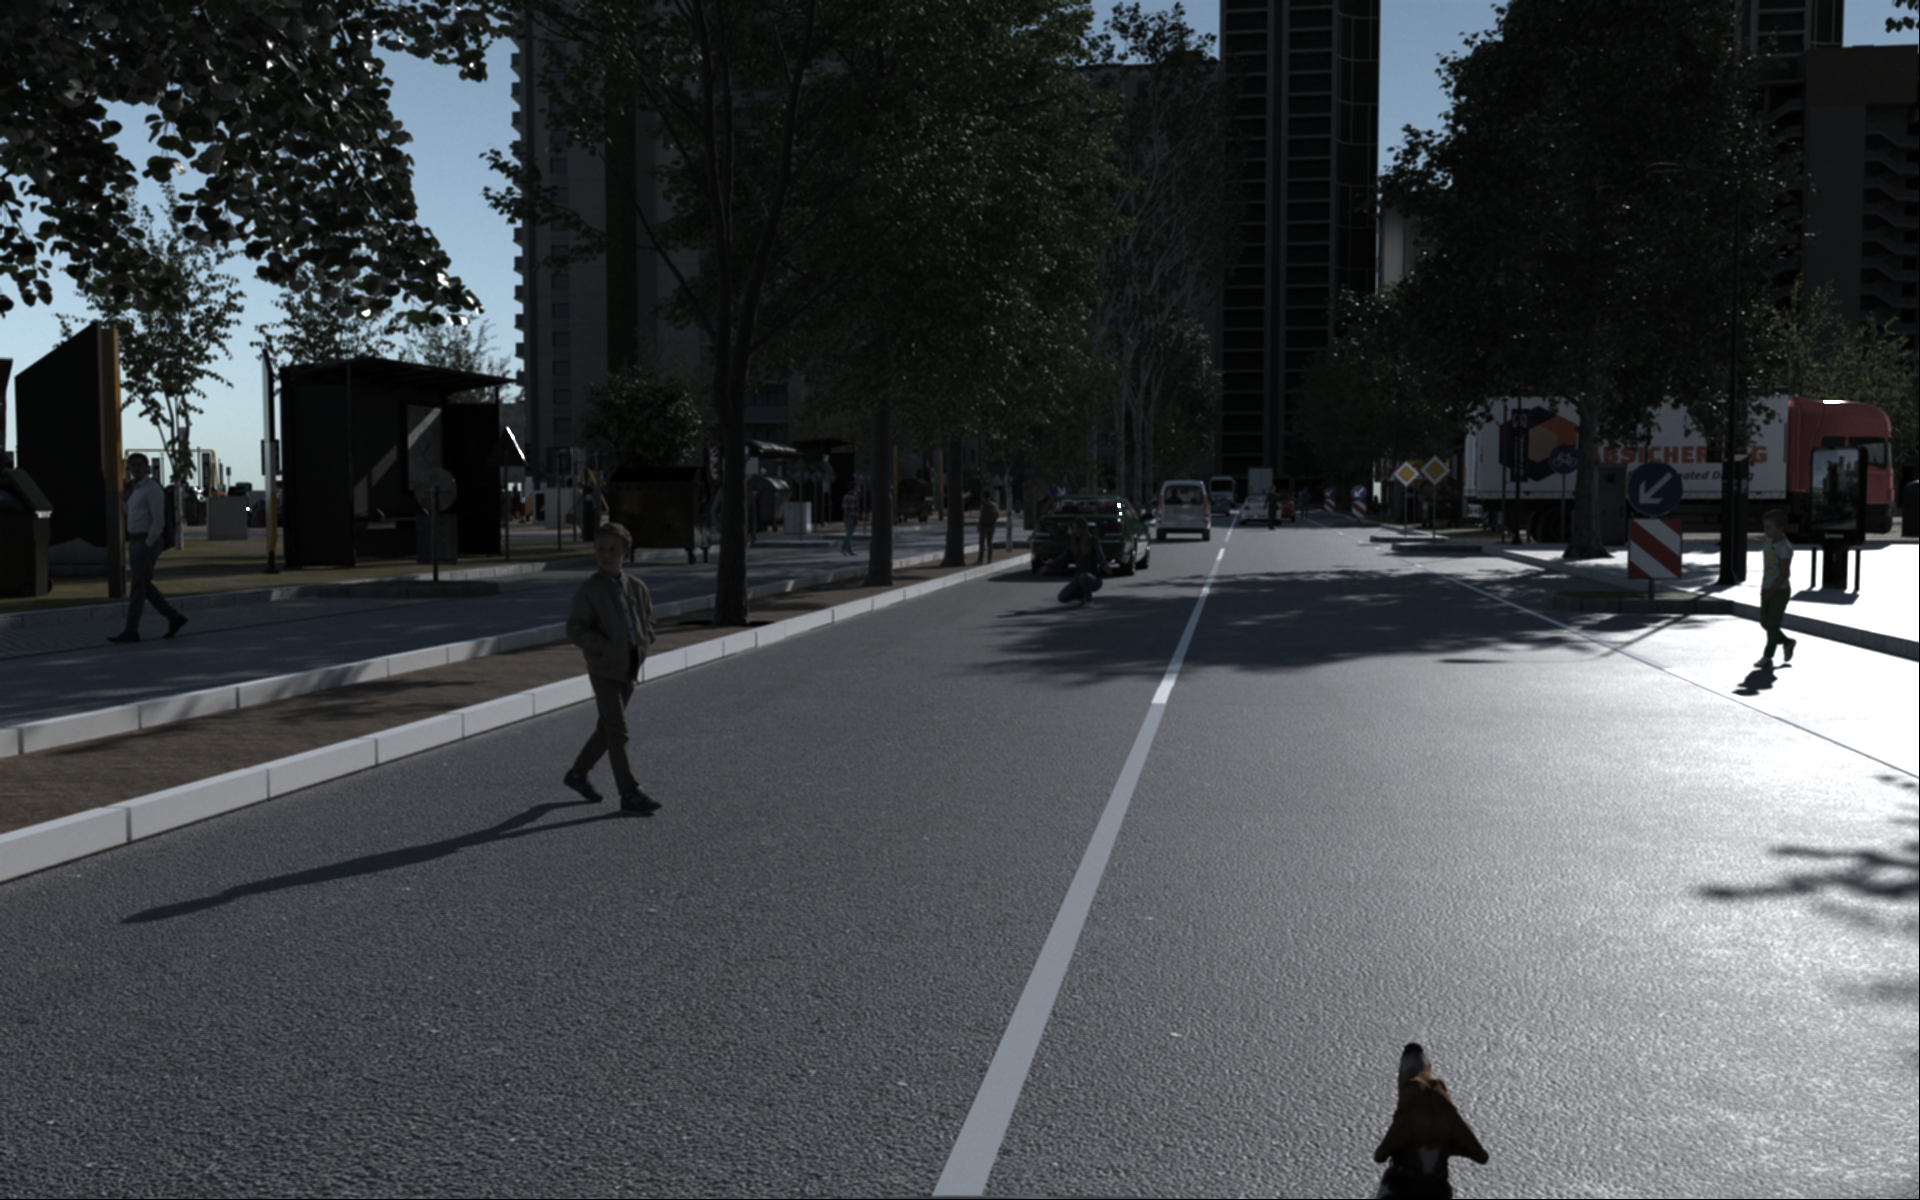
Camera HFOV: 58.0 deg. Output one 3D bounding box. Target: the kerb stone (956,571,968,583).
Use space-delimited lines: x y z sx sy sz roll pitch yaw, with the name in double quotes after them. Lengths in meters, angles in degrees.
-0.057 -0.341 27.821 0.120 0.150 1.000 1 4 9 "kerb stone"

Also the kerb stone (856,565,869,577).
-1.780 -0.484 30.199 0.120 0.150 1.000 1 4 9 "kerb stone"

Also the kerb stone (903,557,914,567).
-1.116 -0.731 34.244 0.120 0.150 1.000 1 4 9 "kerb stone"

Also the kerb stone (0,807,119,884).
-3.550 0.955 6.600 0.120 0.150 1.000 1 4 9 "kerb stone"

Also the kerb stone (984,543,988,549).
0.545 -1.353 44.367 0.120 0.150 1.000 1 4 9 "kerb stone"

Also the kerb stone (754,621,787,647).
-1.877 0.336 16.697 0.120 0.150 1.000 1 4 9 "kerb stone"

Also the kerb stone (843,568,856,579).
-1.958 -0.425 29.187 0.120 0.150 1.000 1 4 9 "kerb stone"

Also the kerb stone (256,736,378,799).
-3.215 0.836 8.623 0.120 0.150 1.000 1 4 9 "kerb stone"

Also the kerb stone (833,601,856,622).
-1.380 0.150 19.745 0.120 0.150 1.000 1 4 9 "kerb stone"

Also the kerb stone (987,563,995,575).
0.449 -0.528 30.853 0.120 0.150 1.000 1 4 9 "kerb stone"

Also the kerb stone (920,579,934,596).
-0.549 -0.159 24.794 0.120 0.150 1.000 1 4 9 "kerb stone"

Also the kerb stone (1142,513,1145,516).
12.654 -5.848 117.817 0.120 0.150 1.000 1 4 9 "kerb stone"

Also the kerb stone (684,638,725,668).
-2.217 0.460 14.681 0.120 0.150 1.000 1 4 9 "kerb stone"

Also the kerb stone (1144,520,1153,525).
9.042 -3.719 83.048 0.120 0.150 1.000 1 4 9 "kerb stone"

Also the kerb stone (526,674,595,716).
-2.718 0.645 11.651 0.120 0.150 1.000 1 4 9 "kerb stone"

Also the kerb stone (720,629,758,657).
-2.049 0.398 15.690 0.120 0.150 1.000 1 4 9 "kerb stone"

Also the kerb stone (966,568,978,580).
0.117 -0.406 28.833 0.120 0.150 1.000 1 4 9 "kerb stone"

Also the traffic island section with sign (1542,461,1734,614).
8.449 -0.806 21.804 1.989 1.847 2.006 1 4 9 "traffic island section with sign"

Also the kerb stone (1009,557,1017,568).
0.949 -0.710 33.894 0.120 0.150 1.000 1 4 9 "kerb stone"

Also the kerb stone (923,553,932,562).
-0.791 -0.861 36.266 0.120 0.150 1.000 1 4 9 "kerb stone"

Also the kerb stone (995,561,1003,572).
0.617 -0.588 31.866 0.120 0.150 1.000 1 4 9 "kerb stone"

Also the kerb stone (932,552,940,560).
-0.626 -0.921 37.275 0.120 0.150 1.000 1 4 9 "kerb stone"

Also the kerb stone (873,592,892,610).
-1.046 0.029 21.768 0.120 0.150 1.000 1 4 9 "kerb stone"

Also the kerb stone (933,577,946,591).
-0.386 -0.221 25.803 0.120 0.150 1.000 1 4 9 "kerb stone"

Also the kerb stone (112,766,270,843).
-3.380 0.895 7.615 0.120 0.150 1.000 1 4 9 "kerb stone"

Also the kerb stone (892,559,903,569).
-1.293 -0.673 33.237 0.120 0.150 1.000 1 4 9 "kerb stone"

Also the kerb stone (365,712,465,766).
-3.047 0.774 9.634 0.120 0.150 1.000 1 4 9 "kerb stone"

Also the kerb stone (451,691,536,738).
-2.882 0.709 10.643 0.120 0.150 1.000 1 4 9 "kerb stone"

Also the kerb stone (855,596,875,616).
-1.218 0.088 20.760 0.120 0.150 1.000 1 4 9 "kerb stone"

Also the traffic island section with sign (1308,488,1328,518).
21.837 -5.774 103.034 1.989 1.847 2.006 1 4 9 "traffic island section with sign"

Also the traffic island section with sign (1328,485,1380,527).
17.448 -4.147 76.437 1.989 1.847 2.006 1 4 9 "traffic island section with sign"

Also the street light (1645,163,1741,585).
10.318 -3.172 24.396 1.470 5.913 1.316 1 4 9 "street light"

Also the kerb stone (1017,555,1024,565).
1.115 -0.777 34.906 0.120 0.150 1.000 1 4 9 "kerb stone"

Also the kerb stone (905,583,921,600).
-0.716 -0.097 23.786 0.120 0.150 1.000 1 4 9 "kerb stone"

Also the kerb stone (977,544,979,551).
0.387 -1.293 43.355 0.120 0.150 1.000 1 4 9 "kerb stone"

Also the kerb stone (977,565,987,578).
0.285 -0.468 29.842 0.120 0.150 1.000 1 4 9 "kerb stone"

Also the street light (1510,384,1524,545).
13.579 -4.359 43.813 1.470 5.913 1.316 1 4 9 "street light"

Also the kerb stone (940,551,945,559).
-0.448 -0.984 38.286 0.120 0.150 1.000 1 4 9 "kerb stone"

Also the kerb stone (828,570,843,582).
-2.126 -0.366 28.179 0.120 0.150 1.000 1 4 9 "kerb stone"

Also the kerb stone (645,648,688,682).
-2.382 0.521 13.673 0.120 0.150 1.000 1 4 9 "kerb stone"

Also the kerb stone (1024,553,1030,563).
1.287 -0.839 35.914 0.120 0.150 1.000 1 4 9 "kerb stone"

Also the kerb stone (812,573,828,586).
-2.285 -0.304 27.169 0.120 0.150 1.000 1 4 9 "kerb stone"

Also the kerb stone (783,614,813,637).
-1.715 0.274 17.716 0.120 0.150 1.000 1 4 9 "kerb stone"

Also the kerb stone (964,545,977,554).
0.215 -1.233 42.347 0.120 0.150 1.000 1 4 9 "kerb stone"

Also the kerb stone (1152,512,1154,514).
14.161 -6.401 126.939 0.120 0.150 1.000 1 4 9 "kerb stone"

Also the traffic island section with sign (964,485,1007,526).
1.289 -4.310 79.100 1.989 1.847 2.006 1 4 9 "traffic island section with sign"

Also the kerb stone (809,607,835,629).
-1.556 0.216 18.736 0.120 0.150 1.000 1 4 9 "kerb stone"

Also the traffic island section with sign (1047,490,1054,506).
5.681 -5.937 105.696 1.989 1.847 2.006 1 4 9 "traffic island section with sign"

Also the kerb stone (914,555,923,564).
-0.958 -0.791 35.258 0.120 0.150 1.000 1 4 9 "kerb stone"

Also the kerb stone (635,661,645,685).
-2.553 0.584 12.665 0.120 0.150 1.000 1 4 9 "kerb stone"

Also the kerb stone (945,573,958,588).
-0.217 -0.276 26.811 0.120 0.150 1.000 1 4 9 "kerb stone"

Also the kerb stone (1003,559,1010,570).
0.782 -0.653 32.876 0.120 0.150 1.000 1 4 9 "kerb stone"

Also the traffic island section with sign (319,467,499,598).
-7.694 -0.977 24.607 1.989 1.847 2.006 1 4 9 "traffic island section with sign"

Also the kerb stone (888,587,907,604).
-0.890 -0.036 22.779 0.120 0.150 1.000 1 4 9 "kerb stone"
